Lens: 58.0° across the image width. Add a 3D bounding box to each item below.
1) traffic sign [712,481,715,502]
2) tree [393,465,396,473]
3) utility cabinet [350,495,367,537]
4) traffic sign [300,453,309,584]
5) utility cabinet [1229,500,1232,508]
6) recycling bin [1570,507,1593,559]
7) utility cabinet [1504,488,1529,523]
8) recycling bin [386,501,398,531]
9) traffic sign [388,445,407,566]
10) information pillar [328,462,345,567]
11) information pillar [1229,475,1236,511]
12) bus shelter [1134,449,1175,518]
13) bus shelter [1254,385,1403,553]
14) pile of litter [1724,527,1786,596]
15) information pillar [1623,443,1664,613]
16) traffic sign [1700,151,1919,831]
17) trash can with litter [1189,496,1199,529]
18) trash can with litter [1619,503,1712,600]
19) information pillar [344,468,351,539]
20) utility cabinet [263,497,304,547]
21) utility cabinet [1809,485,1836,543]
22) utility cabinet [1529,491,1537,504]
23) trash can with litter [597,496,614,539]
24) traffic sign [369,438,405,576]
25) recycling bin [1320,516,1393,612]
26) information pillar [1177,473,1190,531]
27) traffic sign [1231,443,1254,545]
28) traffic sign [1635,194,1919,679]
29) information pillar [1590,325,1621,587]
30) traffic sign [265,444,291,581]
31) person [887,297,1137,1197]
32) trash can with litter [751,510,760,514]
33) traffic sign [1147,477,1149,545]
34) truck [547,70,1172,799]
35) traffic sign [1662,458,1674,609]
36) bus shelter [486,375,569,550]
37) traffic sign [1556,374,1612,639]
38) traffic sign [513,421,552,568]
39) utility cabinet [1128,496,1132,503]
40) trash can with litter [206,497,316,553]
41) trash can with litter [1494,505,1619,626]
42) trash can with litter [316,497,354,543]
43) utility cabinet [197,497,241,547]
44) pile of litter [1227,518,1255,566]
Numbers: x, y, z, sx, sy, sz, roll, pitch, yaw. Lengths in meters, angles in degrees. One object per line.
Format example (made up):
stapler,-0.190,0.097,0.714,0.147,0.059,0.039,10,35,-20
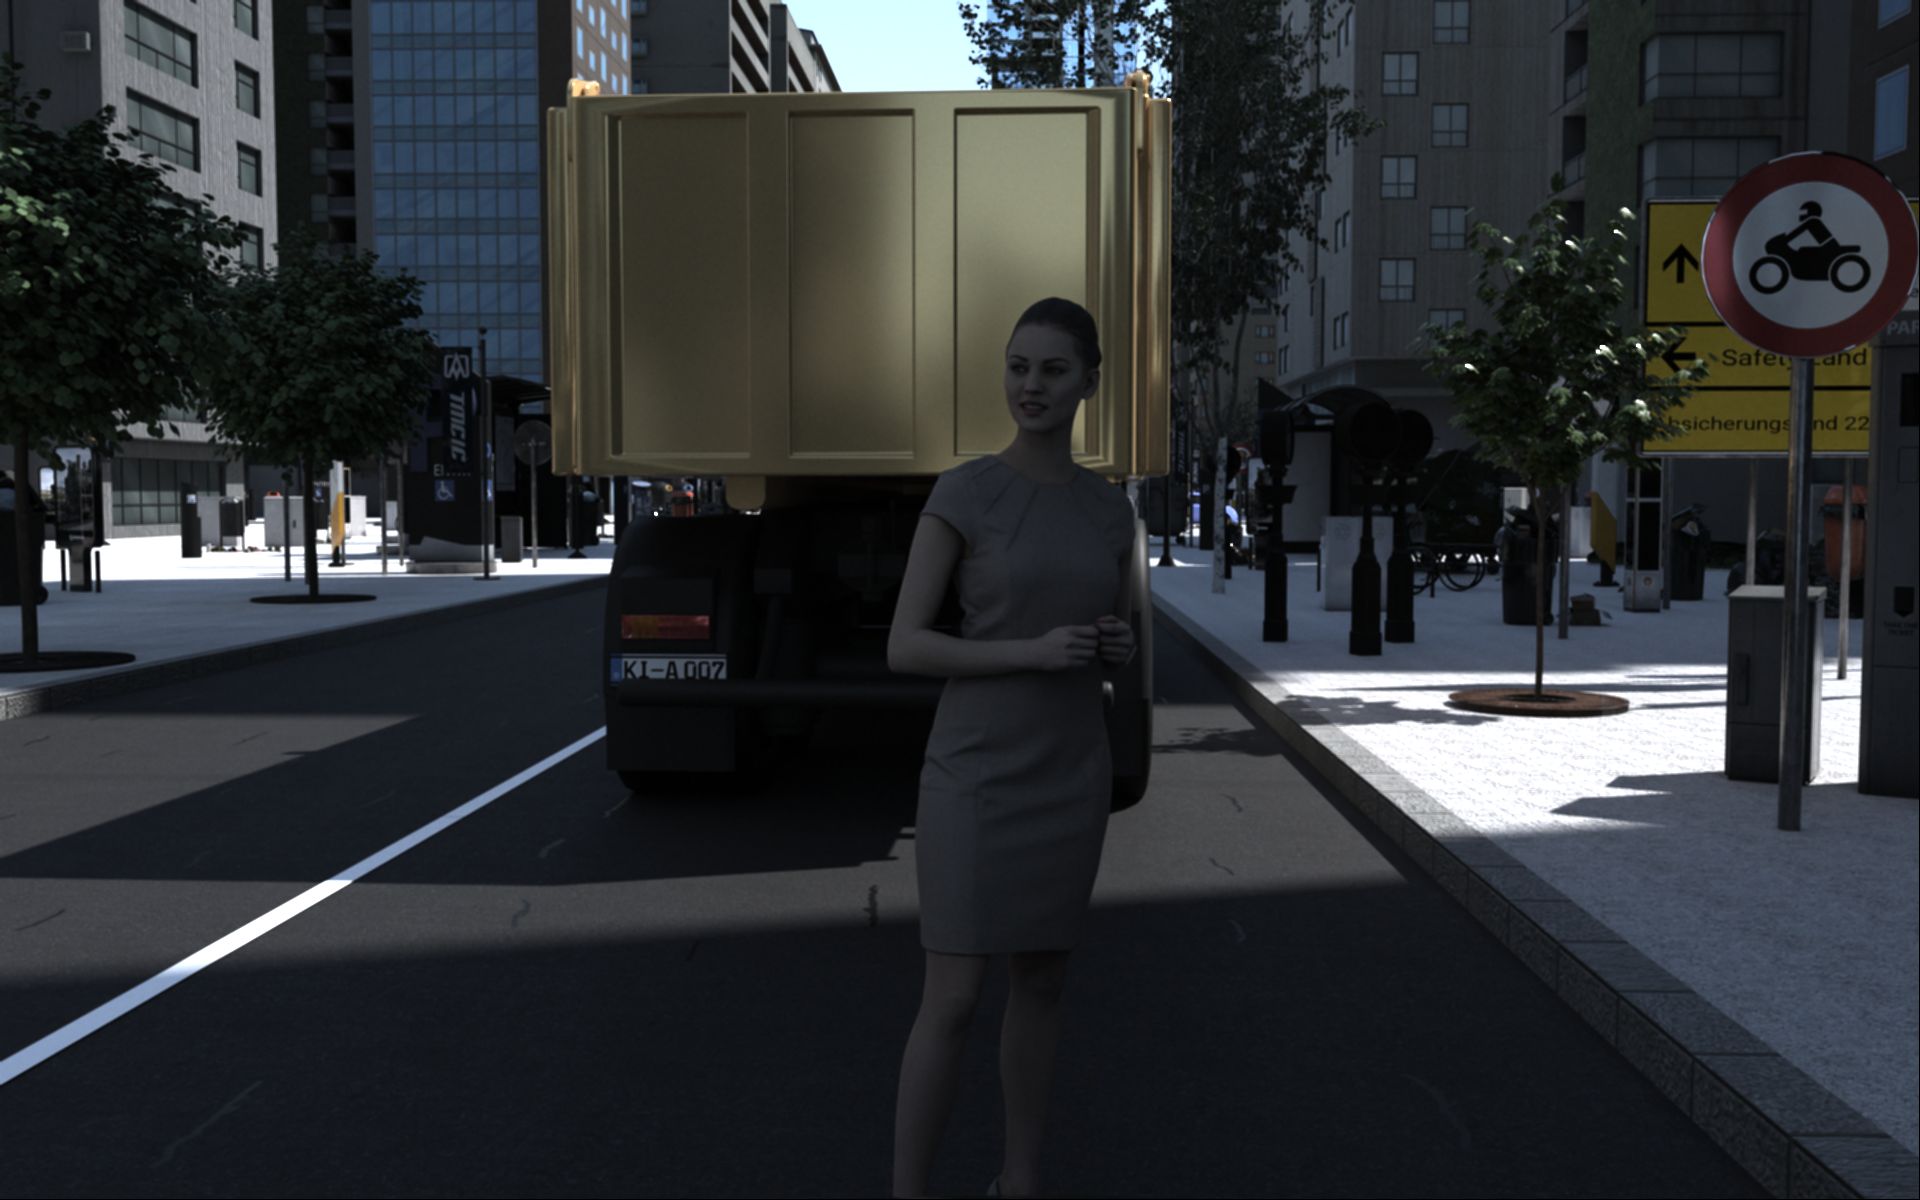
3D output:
traffic sign,-7.361,-3.162,51.797,0.768,2.556,0.104,1,4,11
tree,-16.694,-3.586,53.235,1.663,3.219,1.824,0,3,0
utility cabinet,-18.199,-2.490,51.865,0.306,1.237,1.020,1,4,14
traffic sign,-9.282,-1.502,24.554,0.884,2.594,0.081,0,4,4
utility cabinet,12.583,-4.423,83.473,1.020,1.237,0.306,2,4,35
recycling bin,12.582,-1.359,34.771,0.722,1.027,0.722,-1,4,-14
utility cabinet,19.287,-3.191,60.844,0.318,1.500,1.173,-3,4,-36
recycling bin,-19.750,-2.958,60.913,0.722,1.027,0.722,0,4,8
traffic sign,-9.936,-1.880,30.750,0.884,2.594,0.081,0,4,7
information pillar,-10.954,-2.387,30.388,0.183,3.616,0.504,-3,4,-37
information pillar,14.186,-6.041,90.130,0.183,3.616,0.504,-2,4,-29
bus shelter,7.478,-4.652,69.988,2.014,3.302,5.546,0,4,2
bus shelter,7.280,-2.505,34.876,2.014,3.302,5.546,0,4,2
pile of litter,10.505,-0.488,21.945,1.719,0.858,1.176,0,4,4
information pillar,7.431,-0.876,18.815,0.304,2.012,0.304,0,3,0
traffic sign,3.172,-0.394,6.548,0.768,2.556,0.104,1,4,10
trash can with litter,8.713,-3.281,64.707,1.678,1.210,2.233,-3,4,-38
trash can with litter,8.577,-0.596,21.127,0.624,1.170,1.055,-3,5,-43
information pillar,-17.484,-2.726,49.068,0.304,2.012,0.304,1,4,18
utility cabinet,-16.384,-1.897,42.176,1.020,1.237,0.306,-1,4,-10
utility cabinet,20.285,-1.943,40.449,1.173,1.500,0.318,-1,4,-16
utility cabinet,23.011,-3.731,69.686,0.318,1.500,1.173,-2,4,-26
trash can with litter,-10.692,-2.382,50.011,1.678,1.210,2.233,1,4,13
traffic sign,-9.069,-1.659,27.228,0.768,2.556,0.104,1,4,9
recycling bin,4.401,-0.409,19.249,0.722,1.027,0.722,0,4,7
information pillar,7.858,-3.455,60.977,0.304,2.012,0.304,-3,4,-37
traffic sign,6.955,-2.625,43.026,0.768,2.556,0.104,0,4,7
traffic sign,5.792,-1.103,11.913,2.265,3.308,0.079,0,4,3
information pillar,8.930,-1.993,23.948,0.504,3.616,0.183,-2,4,-35
traffic sign,-9.887,-1.547,25.402,0.768,2.556,0.104,0,4,7
person,0.108,0.351,3.098,0.599,1.781,0.374,-2,4,-27
trash can with litter,-14.588,-7.280,130.084,2.233,1.210,1.678,-1,4,-8
traffic sign,4.561,-2.441,42.035,0.606,2.300,0.079,0,4,4
truck,-0.110,-0.972,11.823,3.469,3.379,9.791,0,4,4
traffic sign,7.867,-1.169,19.218,0.768,2.556,0.104,1,4,11
bus shelter,-9.753,-2.812,37.265,1.731,3.624,6.357,0,4,2
traffic sign,5.351,-0.929,15.289,0.768,2.556,0.104,1,4,10
traffic sign,-7.396,-1.832,30.058,0.768,2.556,0.104,0,4,8
utility cabinet,4.757,-2.574,53.249,1.020,1.237,0.306,1,4,17
trash can with litter,-15.764,-1.665,38.280,2.233,1.210,1.678,0,4,3
trash can with litter,5.838,-0.348,17.070,1.055,1.170,0.624,0,4,7
trash can with litter,-17.301,-2.117,45.674,2.233,1.210,1.678,0,4,-4
utility cabinet,-18.196,-1.916,42.484,1.020,1.237,0.306,0,4,3
pile of litter,5.193,-1.077,31.582,1.176,0.858,1.719,2,4,23
